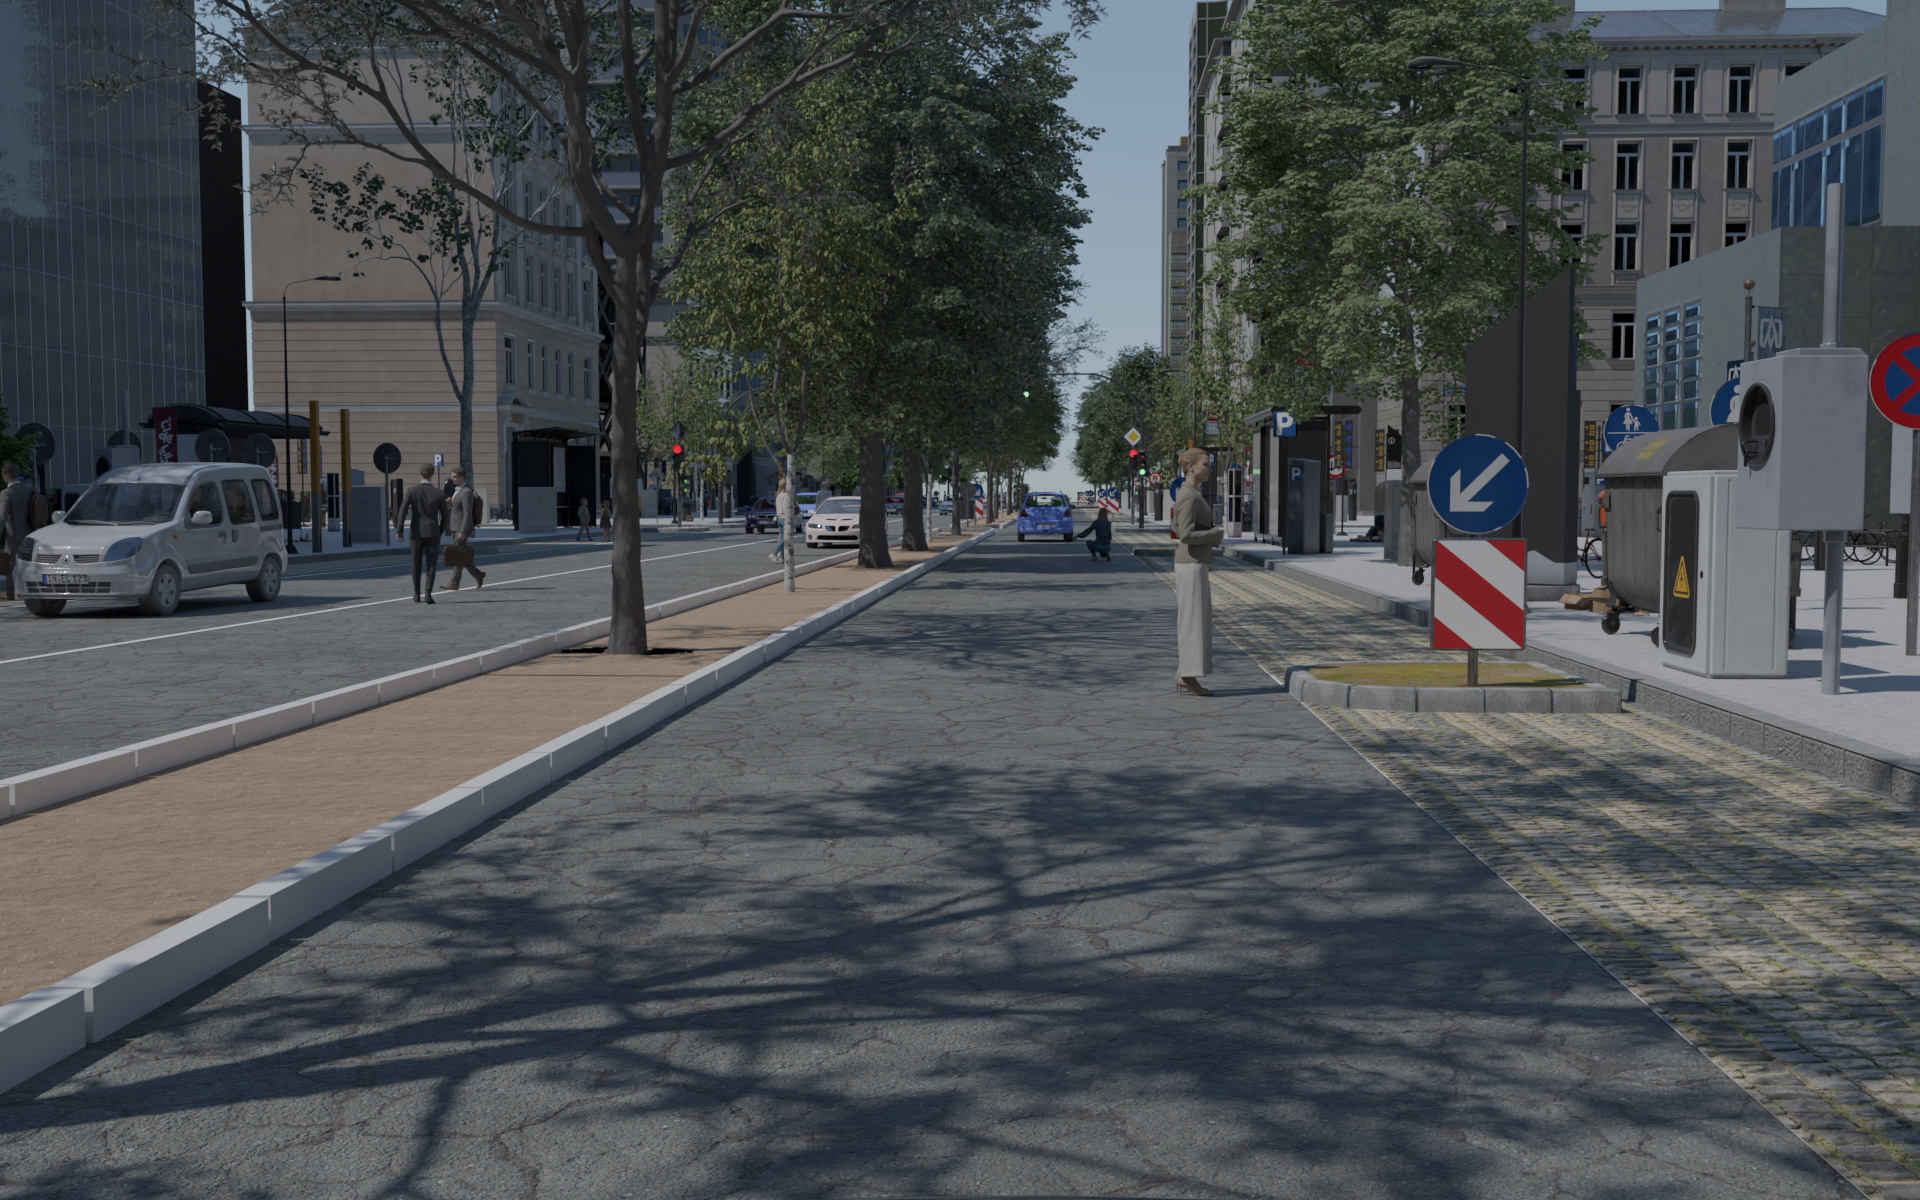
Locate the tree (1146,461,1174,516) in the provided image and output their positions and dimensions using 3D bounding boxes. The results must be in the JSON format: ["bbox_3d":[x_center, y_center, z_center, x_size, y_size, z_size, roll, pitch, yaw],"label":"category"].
[{"bbox_3d":[11.701,-6.484,100.607,1.663,3.219,1.824,0,3,0],"label":"tree"}]

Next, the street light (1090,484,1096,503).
[{"bbox_3d":[17.787,-15.397,224.284,1.470,5.913,1.316,0,4,3],"label":"street light"}]

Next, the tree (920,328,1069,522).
[{"bbox_3d":[1.613,-10.189,87.179,7.486,12.596,7.792,0,3,0],"label":"tree"}]

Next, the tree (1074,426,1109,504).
[{"bbox_3d":[19.499,-19.824,242.254,7.486,12.596,7.792,0,3,0],"label":"tree"}]

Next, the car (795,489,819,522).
[{"bbox_3d":[-6.922,-4.278,79.529,1.945,1.707,3.694,0,4,2],"label":"car"}]

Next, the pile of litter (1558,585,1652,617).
[{"bbox_3d":[7.195,-0.310,19.038,1.176,0.858,1.719,2,4,29],"label":"pile of litter"}]

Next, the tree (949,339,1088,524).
[{"bbox_3d":[1.286,-8.731,79.617,8.767,10.594,7.601,0,4,3],"label":"tree"}]

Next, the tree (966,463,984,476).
[{"bbox_3d":[0.807,-22.865,299.594,9.928,11.665,9.643,0,3,0],"label":"tree"}]

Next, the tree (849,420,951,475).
[{"bbox_3d":[-7.274,-14.473,162.390,9.928,11.665,9.643,0,3,0],"label":"tree"}]

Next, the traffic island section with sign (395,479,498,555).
[{"bbox_3d":[-12.198,-2.008,41.467,1.989,1.847,2.006,0,4,3],"label":"traffic island section with sign"}]

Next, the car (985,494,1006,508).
[{"bbox_3d":[3.608,-10.271,176.974,2.155,1.783,4.494,0,4,1],"label":"car"}]

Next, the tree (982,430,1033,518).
[{"bbox_3d":[2.504,-9.175,102.838,4.360,8.622,3.978,0,3,0],"label":"tree"}]

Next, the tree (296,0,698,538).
[{"bbox_3d":[-13.812,-11.988,51.898,12.611,20.169,13.585,0,3,0],"label":"tree"}]

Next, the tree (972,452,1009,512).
[{"bbox_3d":[-0.923,-5.983,50.643,4.737,8.622,4.395,0,3,0],"label":"tree"}]

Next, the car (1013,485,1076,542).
[{"bbox_3d":[2.578,-2.646,52.852,1.945,1.707,3.694,0,4,1],"label":"car"}]

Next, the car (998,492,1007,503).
[{"bbox_3d":[6.571,-16.827,283.799,2.281,1.827,5.304,0,4,3],"label":"car"}]

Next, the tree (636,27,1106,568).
[{"bbox_3d":[-1.657,-7.588,33.173,9.857,13.997,8.962,0,3,0],"label":"tree"}]

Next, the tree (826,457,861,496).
[{"bbox_3d":[-9.256,-9.621,141.012,4.285,4.588,4.351,0,3,0],"label":"tree"}]

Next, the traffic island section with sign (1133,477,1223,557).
[{"bbox_3d":[5.049,-1.939,40.330,1.989,1.847,2.006,0,4,3],"label":"traffic island section with sign"}]

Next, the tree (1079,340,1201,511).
[{"bbox_3d":[13.625,-12.960,128.900,9.611,12.733,9.660,0,3,0],"label":"tree"}]

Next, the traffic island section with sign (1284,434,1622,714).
[{"bbox_3d":[3.356,-0.219,12.215,1.989,1.847,2.006,0,4,3],"label":"traffic island section with sign"}]

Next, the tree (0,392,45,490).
[{"bbox_3d":[-15.778,-2.064,28.345,1.663,3.219,1.824,0,3,0],"label":"tree"}]

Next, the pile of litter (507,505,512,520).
[{"bbox_3d":[-21.680,-4.369,85.392,1.176,0.858,1.719,2,4,26],"label":"pile of litter"}]

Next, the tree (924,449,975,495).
[{"bbox_3d":[-1.752,-21.420,267.226,9.611,12.733,9.660,0,3,0],"label":"tree"}]

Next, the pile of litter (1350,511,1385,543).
[{"bbox_3d":[11.112,-1.967,46.127,1.176,0.858,1.719,-1,4,-17],"label":"pile of litter"}]

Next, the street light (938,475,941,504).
[{"bbox_3d":[-2.205,-15.962,233.523,1.470,5.913,1.316,0,4,3],"label":"street light"}]

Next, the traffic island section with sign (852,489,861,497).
[{"bbox_3d":[-7.335,-7.018,123.364,1.989,1.847,2.006,0,4,3],"label":"traffic island section with sign"}]

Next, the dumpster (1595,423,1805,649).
[{"bbox_3d":[6.407,-0.567,15.033,1.264,1.857,1.865,0,4,4],"label":"dumpster"}]

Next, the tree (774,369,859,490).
[{"bbox_3d":[-10.241,-12.930,129.528,7.486,12.596,7.792,0,3,0],"label":"tree"}]

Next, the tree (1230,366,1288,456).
[{"bbox_3d":[18.235,-9.150,99.971,4.360,8.622,3.978,0,3,0],"label":"tree"}]

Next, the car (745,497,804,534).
[{"bbox_3d":[-6.789,-3.112,63.453,1.945,1.354,3.894,0,4,3],"label":"car"}]

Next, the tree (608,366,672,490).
[{"bbox_3d":[-18.384,-9.136,99.731,4.360,8.622,3.978,0,3,0],"label":"tree"}]

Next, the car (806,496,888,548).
[{"bbox_3d":[-3.044,-2.142,47.389,2.083,1.381,4.827,0,4,4],"label":"car"}]

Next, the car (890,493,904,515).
[{"bbox_3d":[-3.772,-6.707,118.700,2.155,1.783,4.494,0,4,4],"label":"car"}]

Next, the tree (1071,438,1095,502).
[{"bbox_3d":[21.447,-21.332,274.534,9.928,11.665,9.643,0,3,0],"label":"tree"}]

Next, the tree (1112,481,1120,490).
[{"bbox_3d":[15.471,-10.406,164.741,1.663,3.219,1.824,0,3,0],"label":"tree"}]

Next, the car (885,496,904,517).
[{"bbox_3d":[-4.089,-5.905,109.123,1.945,1.354,3.894,0,4,5],"label":"car"}]

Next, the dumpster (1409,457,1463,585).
[{"bbox_3d":[6.903,-1.088,23.553,1.264,1.857,1.865,0,4,3],"label":"dumpster"}]

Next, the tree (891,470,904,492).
[{"bbox_3d":[-5.918,-12.640,190.377,4.285,4.588,4.351,0,3,0],"label":"tree"}]

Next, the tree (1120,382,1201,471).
[{"bbox_3d":[12.659,-9.900,112.226,4.360,8.622,3.978,0,3,0],"label":"tree"}]

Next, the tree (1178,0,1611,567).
[{"bbox_3d":[7.582,-6.869,30.439,7.486,12.596,7.792,0,3,0],"label":"tree"}]

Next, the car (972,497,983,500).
[{"bbox_3d":[2.034,-12.822,221.636,2.014,1.417,4.499,0,4,2],"label":"car"}]

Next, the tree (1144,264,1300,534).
[{"bbox_3d":[8.681,-6.421,55.350,4.737,8.622,4.395,0,3,0],"label":"tree"}]

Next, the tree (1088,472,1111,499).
[{"bbox_3d":[17.740,-16.609,205.966,7.601,10.594,8.767,2,4,24],"label":"tree"}]

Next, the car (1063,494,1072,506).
[{"bbox_3d":[9.631,-9.429,165.968,2.131,1.459,4.920,0,4,5],"label":"car"}]

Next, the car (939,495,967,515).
[{"bbox_3d":[-0.360,-6.452,117.486,2.014,1.417,4.499,0,4,5],"label":"car"}]

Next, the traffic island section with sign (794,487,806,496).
[{"bbox_3d":[-8.936,-5.372,96.456,1.989,1.847,2.006,0,4,3],"label":"traffic island section with sign"}]

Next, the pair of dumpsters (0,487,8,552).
[{"bbox_3d":[-17.928,-1.634,29.212,1.574,2.255,4.437,0,4,3],"label":"pair of dumpsters"}]

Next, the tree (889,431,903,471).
[{"bbox_3d":[-4.557,-18.439,219.600,7.486,12.596,7.792,0,3,0],"label":"tree"}]

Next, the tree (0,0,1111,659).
[{"bbox_3d":[-3.001,-6.265,15.264,12.009,13.543,11.850,0,3,0],"label":"tree"}]

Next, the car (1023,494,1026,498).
[{"bbox_3d":[10.966,-16.567,282.875,2.014,1.417,4.499,0,4,1],"label":"car"}]

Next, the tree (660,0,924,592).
[{"bbox_3d":[-2.499,-4.422,25.117,4.737,8.622,4.395,0,3,0],"label":"tree"}]

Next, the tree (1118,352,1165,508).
[{"bbox_3d":[14.595,-15.179,154.827,9.857,13.997,8.962,0,3,0],"label":"tree"}]

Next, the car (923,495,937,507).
[{"bbox_3d":[-3.391,-10.591,185.736,1.945,1.354,3.894,0,4,3],"label":"car"}]

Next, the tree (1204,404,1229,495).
[{"bbox_3d":[20.647,-11.409,136.894,4.360,8.622,3.978,0,3,0],"label":"tree"}]
